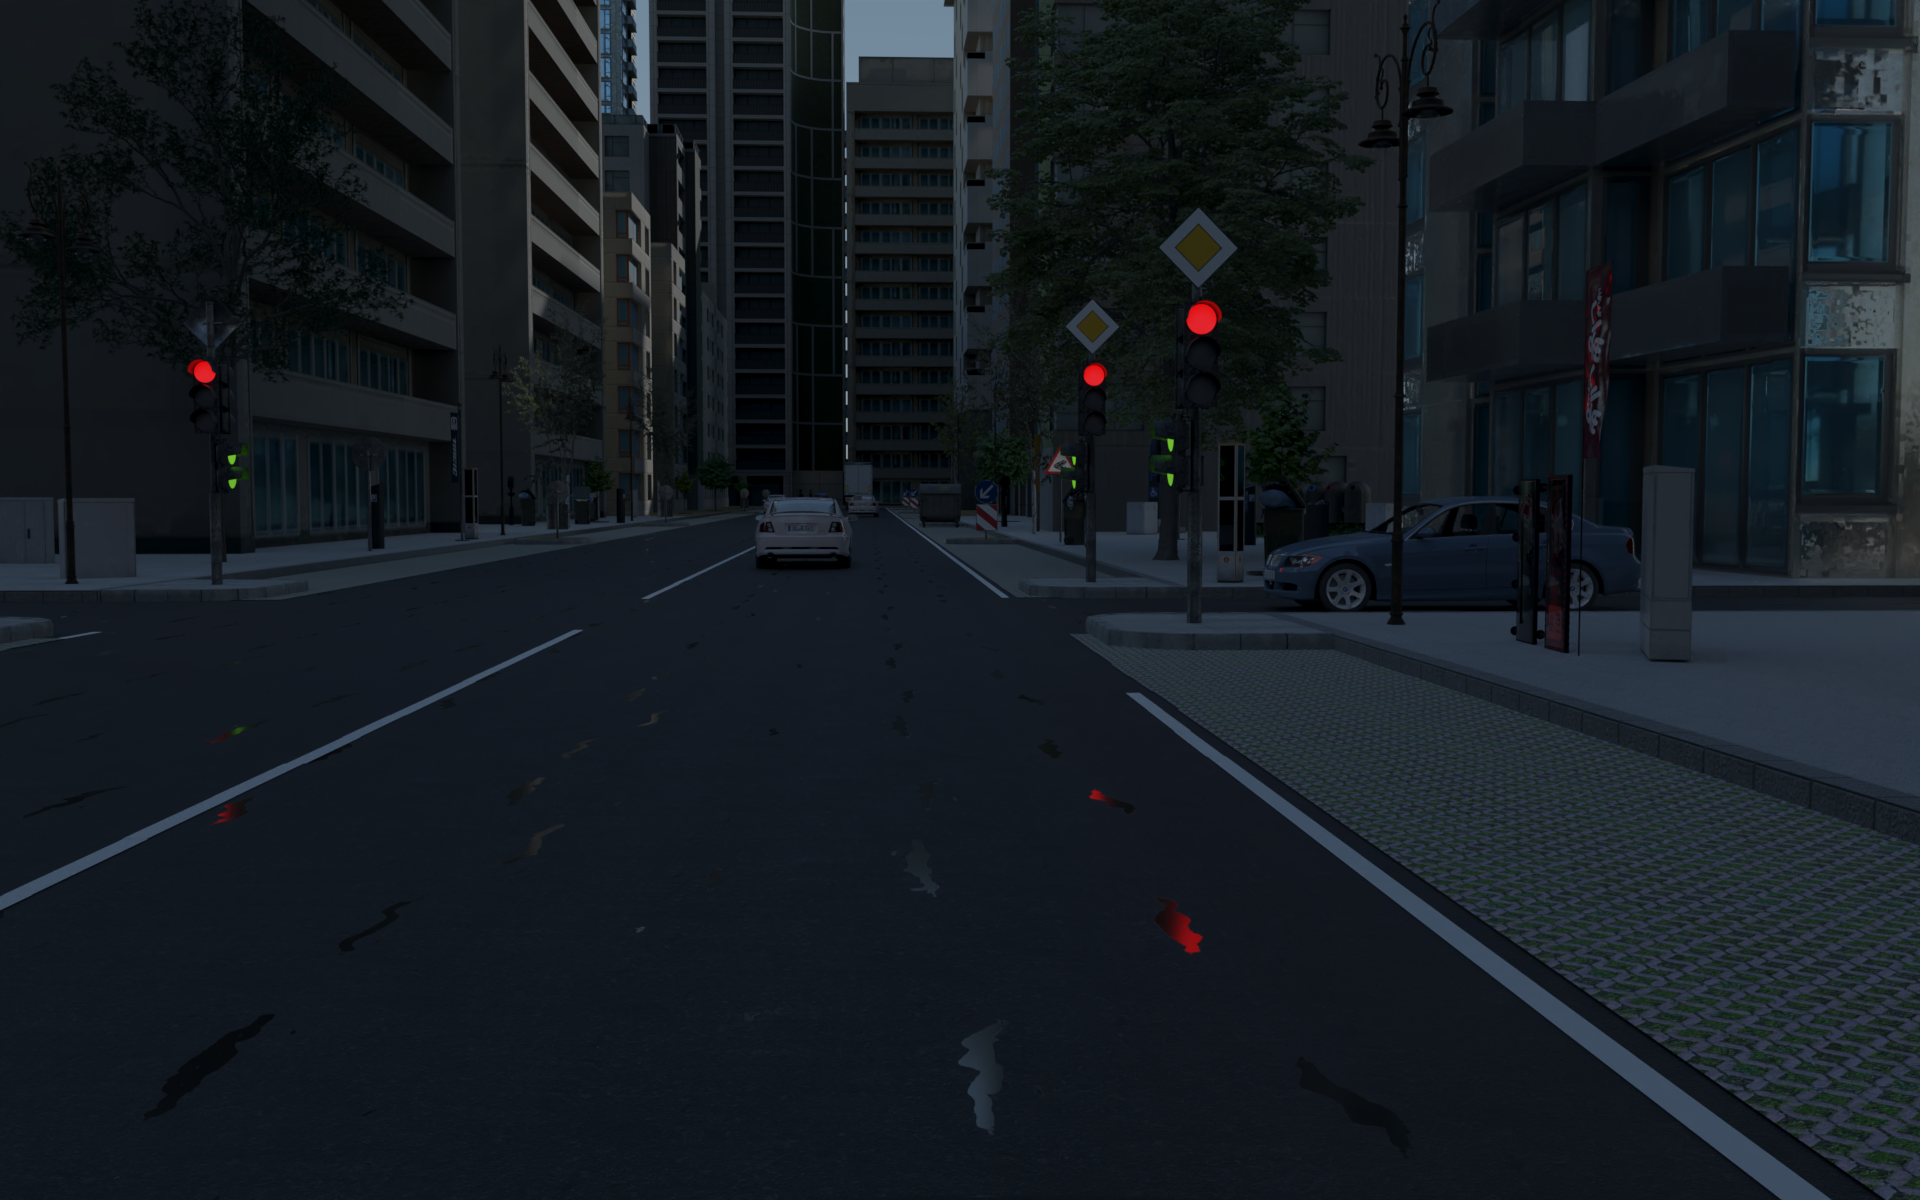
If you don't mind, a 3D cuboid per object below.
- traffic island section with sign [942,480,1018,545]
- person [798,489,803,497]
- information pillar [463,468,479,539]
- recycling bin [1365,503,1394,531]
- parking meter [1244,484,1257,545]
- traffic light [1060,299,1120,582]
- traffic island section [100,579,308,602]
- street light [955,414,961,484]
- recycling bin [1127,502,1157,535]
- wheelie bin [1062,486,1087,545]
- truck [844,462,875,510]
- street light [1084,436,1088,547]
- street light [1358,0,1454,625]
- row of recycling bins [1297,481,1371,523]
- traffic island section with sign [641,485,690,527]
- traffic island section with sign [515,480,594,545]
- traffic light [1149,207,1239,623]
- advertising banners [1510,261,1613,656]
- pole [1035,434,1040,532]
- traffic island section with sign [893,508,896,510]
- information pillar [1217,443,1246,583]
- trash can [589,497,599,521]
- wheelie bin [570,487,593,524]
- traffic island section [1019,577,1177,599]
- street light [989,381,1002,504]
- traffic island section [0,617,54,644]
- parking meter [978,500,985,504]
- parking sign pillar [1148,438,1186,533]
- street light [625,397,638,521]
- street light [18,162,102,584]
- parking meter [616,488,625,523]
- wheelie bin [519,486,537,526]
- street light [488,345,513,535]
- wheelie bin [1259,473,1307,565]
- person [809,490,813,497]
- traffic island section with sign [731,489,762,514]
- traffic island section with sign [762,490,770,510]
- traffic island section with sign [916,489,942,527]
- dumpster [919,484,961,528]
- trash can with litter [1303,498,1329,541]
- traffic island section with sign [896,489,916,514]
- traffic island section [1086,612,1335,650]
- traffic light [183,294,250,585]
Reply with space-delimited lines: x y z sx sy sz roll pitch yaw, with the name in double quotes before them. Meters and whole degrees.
"traffic island section with sign" 0.604 -2.517 49.773 1.989 1.847 2.006 0 4 -3
"person" -14.103 -8.861 153.003 0.705 1.869 1.348 1 4 18
"information pillar" -13.836 -2.722 49.001 0.304 2.012 0.304 0 4 7
"recycling bin" 11.835 -2.193 48.411 0.722 1.027 0.722 -2 4 -34
"parking meter" 7.238 -2.140 43.400 0.372 1.533 0.369 0 3 0
"traffic light" 1.886 -2.212 25.094 0.839 4.253 0.868 0 4 -3
"traffic island section" -10.547 -0.139 24.550 2.009 0.180 2.903 0 4 -3
"street light" -0.103 -7.774 99.890 0.468 5.910 1.993 0 4 -3
"recycling bin" 5.768 -2.588 54.865 0.722 1.027 0.722 3 5 44
"wheelie bin" 2.922 -2.194 43.781 0.693 1.594 0.980 0 4 3
"truck" -9.199 -10.339 157.960 2.839 4.237 11.283 0 4 -3
"street light" 3.110 -4.225 41.871 0.468 5.910 1.993 0 4 -3
"street light" 4.291 -2.696 16.861 0.468 5.910 1.993 0 4 -3
"row of recycling bins" 11.786 -2.963 55.564 1.069 1.692 3.534 -2 4 -32
"traffic island section with sign" -13.015 -4.166 76.735 1.989 1.847 2.006 0 4 -3
"traffic island section with sign" -11.560 -2.507 49.612 1.989 1.847 2.006 0 4 -3
"traffic light" 2.313 -1.725 17.120 0.839 4.253 0.868 0 4 -3
"advertising banners" 4.889 -1.097 14.125 0.090 3.025 2.074 0 3 0
"pole" 2.637 -3.996 59.177 0.158 3.312 0.155 0 3 0
"traffic island section with sign" -4.955 -8.885 153.898 1.989 1.847 2.006 0 4 -3
"information pillar" 3.917 -1.256 25.030 0.304 2.012 0.304 2 4 33
"trash can" -17.549 -4.327 82.398 0.748 1.137 0.748 0 3 0
"wheelie bin" -16.007 -3.997 73.267 0.980 1.594 0.693 -1 4 -10
"traffic island section" 1.927 -0.179 25.210 2.009 0.180 2.903 0 4 -3
"street light" 1.449 -6.008 71.023 0.468 5.910 1.993 0 4 -3
"traffic island section" -10.121 0.349 16.576 2.009 0.180 2.903 0 4 -3
"parking meter" 0.963 -4.279 75.669 0.399 1.863 0.255 1 4 8
"parking sign pillar" 6.740 -4.201 57.158 1.447 3.967 1.447 3 4 38
"street light" -15.671 -6.714 82.567 0.468 5.910 1.993 0 4 -3
"street light" -12.680 -3.166 24.546 0.468 5.910 1.993 0 4 -3
"parking meter" -14.986 -4.164 76.499 0.372 1.533 0.369 0 3 0
"wheelie bin" -17.352 -3.769 69.534 0.693 1.594 0.980 -1 4 -12
"street light" -14.223 -4.949 53.709 0.468 5.910 1.993 0 4 -3
"wheelie bin" 4.823 -1.099 25.873 0.693 1.594 0.980 1 4 13
"person" -12.596 -8.450 146.676 0.705 1.821 1.348 0 4 7
"traffic island section with sign" -15.649 -7.190 126.182 1.989 1.847 2.006 0 4 -3
"traffic island section with sign" -17.100 -8.841 153.171 1.989 1.847 2.006 0 4 -3
"traffic island section with sign" -0.829 -4.170 76.815 1.989 1.847 2.006 0 4 -3
"dumpster" -0.851 -4.012 73.805 1.865 1.857 1.264 0 4 -2
"trash can with litter" 7.346 -1.392 33.813 2.233 1.210 1.678 0 4 2
"traffic island section with sign" -3.498 -7.230 126.839 1.989 1.847 2.006 0 4 -3
"traffic island section" 2.353 0.309 17.236 2.009 0.180 2.903 0 4 -3
"traffic light" -10.507 -2.171 24.417 0.839 4.253 0.868 0 4 -3
